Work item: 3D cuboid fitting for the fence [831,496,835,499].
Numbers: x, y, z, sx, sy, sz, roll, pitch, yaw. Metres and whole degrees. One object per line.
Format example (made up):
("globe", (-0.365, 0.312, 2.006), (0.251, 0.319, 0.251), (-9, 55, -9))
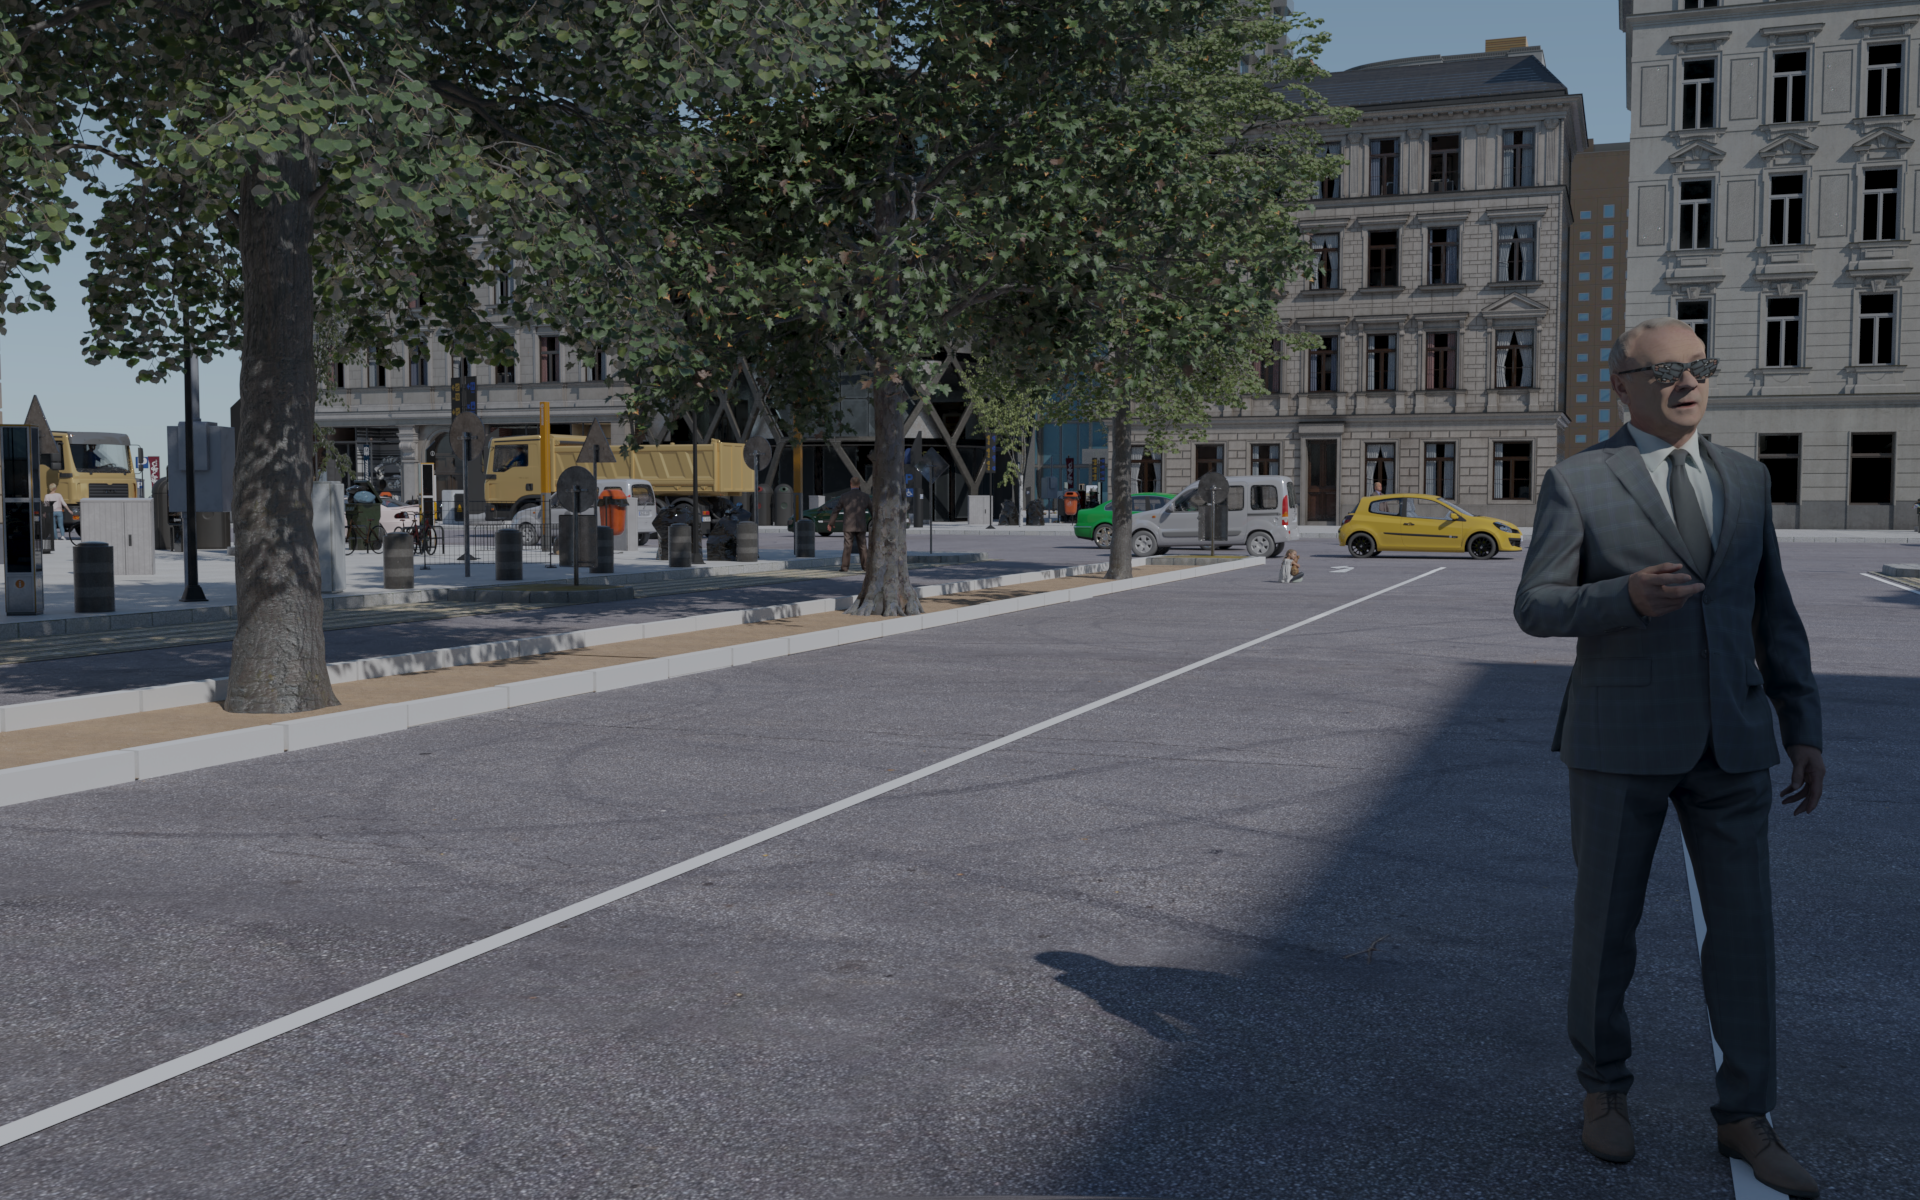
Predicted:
("fence", (-3.773, -3.272, 64.707), (2.264, 1.192, 0.480), (-1, 4, -15))

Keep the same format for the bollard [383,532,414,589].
("bollard", (-7.626, -0.538, 23.519), (0.404, 0.777, 0.398), (0, 3, 0))

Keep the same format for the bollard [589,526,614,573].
("bollard", (-5.831, -0.822, 28.156), (0.404, 0.777, 0.398), (0, 3, 0))

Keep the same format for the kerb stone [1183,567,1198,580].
("kerb stone", (3.804, -0.434, 29.310), (0.120, 0.150, 1.000), (1, 4, 21))

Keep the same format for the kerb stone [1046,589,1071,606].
("kerb stone", (1.206, -0.026, 22.613), (0.120, 0.150, 1.000), (1, 4, 21))

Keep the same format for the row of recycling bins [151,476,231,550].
("row of recycling bins", (-17.005, -2.047, 40.577), (3.534, 1.692, 1.069), (-1, 4, -20))

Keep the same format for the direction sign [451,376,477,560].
("direction sign", (-9.580, -2.540, 33.533), (0.876, 3.537, 0.379), (3, 5, 42))

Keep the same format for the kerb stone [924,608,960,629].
("kerb stone", (-0.269, 0.217, 18.779), (0.120, 0.150, 1.000), (1, 4, 21))

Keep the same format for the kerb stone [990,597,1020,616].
("kerb stone", (0.467, 0.092, 20.696), (0.120, 0.150, 1.000), (1, 4, 21))

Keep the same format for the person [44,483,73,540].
("person", (-26.159, -2.516, 50.305), (0.731, 1.740, 0.598), (-3, 5, -44))

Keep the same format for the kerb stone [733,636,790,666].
("kerb stone", (-1.763, 0.446, 14.911), (0.120, 0.150, 1.000), (1, 4, 21))

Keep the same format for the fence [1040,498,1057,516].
("fence", (5.551, -5.274, 97.429), (2.264, 1.192, 0.480), (-1, 4, -12))

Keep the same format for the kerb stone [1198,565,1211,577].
("kerb stone", (4.177, -0.494, 30.270), (0.120, 0.150, 1.000), (1, 4, 21))

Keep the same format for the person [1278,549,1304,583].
("person", (5.341, -0.551, 27.992), (0.357, 0.543, 0.381), (-2, 4, -27))

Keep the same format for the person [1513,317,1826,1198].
("person", (1.521, 0.308, 3.640), (0.661, 1.801, 0.590), (0, 4, -4))

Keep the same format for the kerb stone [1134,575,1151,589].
("kerb stone", (2.693, -0.260, 26.439), (0.120, 0.150, 1.000), (1, 4, 21))

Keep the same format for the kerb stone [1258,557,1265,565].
("kerb stone", (6.025, -0.783, 35.054), (0.120, 0.150, 1.000), (1, 4, 21))

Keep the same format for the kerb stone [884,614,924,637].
("kerb stone", (-0.643, 0.273, 17.807), (0.120, 0.150, 1.000), (1, 4, 21))

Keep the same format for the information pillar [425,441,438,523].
("information pillar", (-23.276, -5.191, 76.225), (0.183, 3.616, 0.504), (3, 4, 36))

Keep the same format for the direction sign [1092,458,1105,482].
("direction sign", (8.600, -7.072, 107.621), (0.876, 3.537, 0.379), (2, 4, 29))

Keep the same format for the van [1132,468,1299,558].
("van", (5.631, -1.987, 39.502), (4.112, 2.044, 2.013), (1, 4, 19))

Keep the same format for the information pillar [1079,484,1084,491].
("information pillar", (8.963, -7.524, 127.514), (0.304, 2.012, 0.304), (2, 4, 25))

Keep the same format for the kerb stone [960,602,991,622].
("kerb stone", (0.101, 0.158, 19.737), (0.120, 0.150, 1.000), (1, 4, 21))

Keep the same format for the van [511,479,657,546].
("van", (-10.477, -2.513, 48.102), (4.112, 2.044, 2.013), (1, 4, 21))

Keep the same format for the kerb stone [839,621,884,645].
("kerb stone", (-1.021, 0.327, 16.852), (0.120, 0.150, 1.000), (1, 4, 21))

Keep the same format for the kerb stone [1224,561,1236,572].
("kerb stone", (4.915, -0.611, 32.183), (0.120, 0.150, 1.000), (1, 4, 21))

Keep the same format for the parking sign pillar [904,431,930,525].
("parking sign pillar", (-1.976, -5.178, 73.138), (1.447, 3.967, 1.447), (1, 4, 14))

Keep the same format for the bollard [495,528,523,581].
("bollard", (-6.732, -0.680, 25.839), (0.404, 0.777, 0.398), (0, 3, 0))

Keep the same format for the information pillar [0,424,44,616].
("information pillar", (-9.920, -0.846, 18.318), (0.304, 2.012, 0.304), (-1, 4, -13))

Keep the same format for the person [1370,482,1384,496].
("person", (11.721, -2.405, 48.371), (0.990, 1.755, 0.434), (-3, 4, -38))

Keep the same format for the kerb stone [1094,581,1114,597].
("kerb stone", (1.950, -0.142, 24.524), (0.120, 0.150, 1.000), (1, 4, 21))

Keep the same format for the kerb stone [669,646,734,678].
("kerb stone", (-2.137, 0.504, 13.954), (0.120, 0.150, 1.000), (1, 4, 21))

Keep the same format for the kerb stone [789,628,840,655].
("kerb stone", (-1.387, 0.386, 15.887), (0.120, 0.150, 1.000), (1, 4, 21))

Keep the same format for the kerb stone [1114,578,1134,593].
("kerb stone", (2.325, -0.201, 25.483), (0.120, 0.150, 1.000), (1, 4, 21))

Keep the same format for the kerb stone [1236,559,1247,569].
("kerb stone", (5.283, -0.664, 33.140), (0.120, 0.150, 1.000), (1, 4, 21))

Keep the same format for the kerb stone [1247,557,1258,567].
("kerb stone", (5.656, -0.728, 34.095), (0.120, 0.150, 1.000), (1, 4, 21))

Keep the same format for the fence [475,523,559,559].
("fence", (-8.822, -1.188, 34.795), (2.069, 0.683, 0.278), (-3, 5, -42))

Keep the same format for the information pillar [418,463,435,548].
("information pillar", (-12.639, -2.235, 41.041), (0.304, 2.012, 0.304), (-2, 4, -30))

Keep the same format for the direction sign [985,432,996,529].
("direction sign", (1.126, -4.384, 63.681), (0.379, 3.537, 0.876), (2, 4, 23))

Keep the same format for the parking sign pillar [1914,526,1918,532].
("parking sign pillar", (33.095, -4.281, 58.466), (1.447, 3.967, 1.447), (-1, 4, -12))

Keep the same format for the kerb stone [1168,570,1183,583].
("kerb stone", (3.430, -0.377, 28.353), (0.120, 0.150, 1.000), (1, 4, 21))

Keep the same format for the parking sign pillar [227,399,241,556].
("parking sign pillar", (-14.668, -2.931, 36.394), (1.447, 3.967, 1.447), (2, 4, 23))

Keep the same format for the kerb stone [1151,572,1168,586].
("kerb stone", (3.066, -0.318, 27.395), (0.120, 0.150, 1.000), (1, 4, 21))

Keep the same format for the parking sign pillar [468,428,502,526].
("parking sign pillar", (-19.411, -5.015, 70.463), (1.447, 3.967, 1.447), (-1, 4, -20))

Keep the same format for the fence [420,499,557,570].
("fence", (-8.134, -1.140, 29.849), (2.264, 1.192, 0.480), (-1, 4, -18))

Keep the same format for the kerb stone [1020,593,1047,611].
("kerb stone", (0.837, 0.034, 21.657), (0.120, 0.150, 1.000), (1, 4, 21))

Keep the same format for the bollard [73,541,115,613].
("bollard", (-9.429, -0.253, 18.859), (0.404, 0.777, 0.398), (0, 3, 0))

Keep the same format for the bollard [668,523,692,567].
("bollard", (-4.929, -0.964, 30.478), (0.404, 0.777, 0.398), (0, 3, 0))

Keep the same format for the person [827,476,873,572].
("person", (-1.958, -1.392, 31.804), (0.990, 1.755, 0.434), (-1, 4, -13))

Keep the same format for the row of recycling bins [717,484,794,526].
("row of recycling bins", (-8.404, -3.842, 69.932), (3.534, 1.692, 1.069), (1, 4, 13))

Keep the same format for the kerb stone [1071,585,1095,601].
("kerb stone", (1.595, -0.084, 23.562), (0.120, 0.150, 1.000), (1, 4, 21))

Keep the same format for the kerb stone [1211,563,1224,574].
("kerb stone", (4.547, -0.552, 31.226), (0.120, 0.150, 1.000), (1, 4, 21))
